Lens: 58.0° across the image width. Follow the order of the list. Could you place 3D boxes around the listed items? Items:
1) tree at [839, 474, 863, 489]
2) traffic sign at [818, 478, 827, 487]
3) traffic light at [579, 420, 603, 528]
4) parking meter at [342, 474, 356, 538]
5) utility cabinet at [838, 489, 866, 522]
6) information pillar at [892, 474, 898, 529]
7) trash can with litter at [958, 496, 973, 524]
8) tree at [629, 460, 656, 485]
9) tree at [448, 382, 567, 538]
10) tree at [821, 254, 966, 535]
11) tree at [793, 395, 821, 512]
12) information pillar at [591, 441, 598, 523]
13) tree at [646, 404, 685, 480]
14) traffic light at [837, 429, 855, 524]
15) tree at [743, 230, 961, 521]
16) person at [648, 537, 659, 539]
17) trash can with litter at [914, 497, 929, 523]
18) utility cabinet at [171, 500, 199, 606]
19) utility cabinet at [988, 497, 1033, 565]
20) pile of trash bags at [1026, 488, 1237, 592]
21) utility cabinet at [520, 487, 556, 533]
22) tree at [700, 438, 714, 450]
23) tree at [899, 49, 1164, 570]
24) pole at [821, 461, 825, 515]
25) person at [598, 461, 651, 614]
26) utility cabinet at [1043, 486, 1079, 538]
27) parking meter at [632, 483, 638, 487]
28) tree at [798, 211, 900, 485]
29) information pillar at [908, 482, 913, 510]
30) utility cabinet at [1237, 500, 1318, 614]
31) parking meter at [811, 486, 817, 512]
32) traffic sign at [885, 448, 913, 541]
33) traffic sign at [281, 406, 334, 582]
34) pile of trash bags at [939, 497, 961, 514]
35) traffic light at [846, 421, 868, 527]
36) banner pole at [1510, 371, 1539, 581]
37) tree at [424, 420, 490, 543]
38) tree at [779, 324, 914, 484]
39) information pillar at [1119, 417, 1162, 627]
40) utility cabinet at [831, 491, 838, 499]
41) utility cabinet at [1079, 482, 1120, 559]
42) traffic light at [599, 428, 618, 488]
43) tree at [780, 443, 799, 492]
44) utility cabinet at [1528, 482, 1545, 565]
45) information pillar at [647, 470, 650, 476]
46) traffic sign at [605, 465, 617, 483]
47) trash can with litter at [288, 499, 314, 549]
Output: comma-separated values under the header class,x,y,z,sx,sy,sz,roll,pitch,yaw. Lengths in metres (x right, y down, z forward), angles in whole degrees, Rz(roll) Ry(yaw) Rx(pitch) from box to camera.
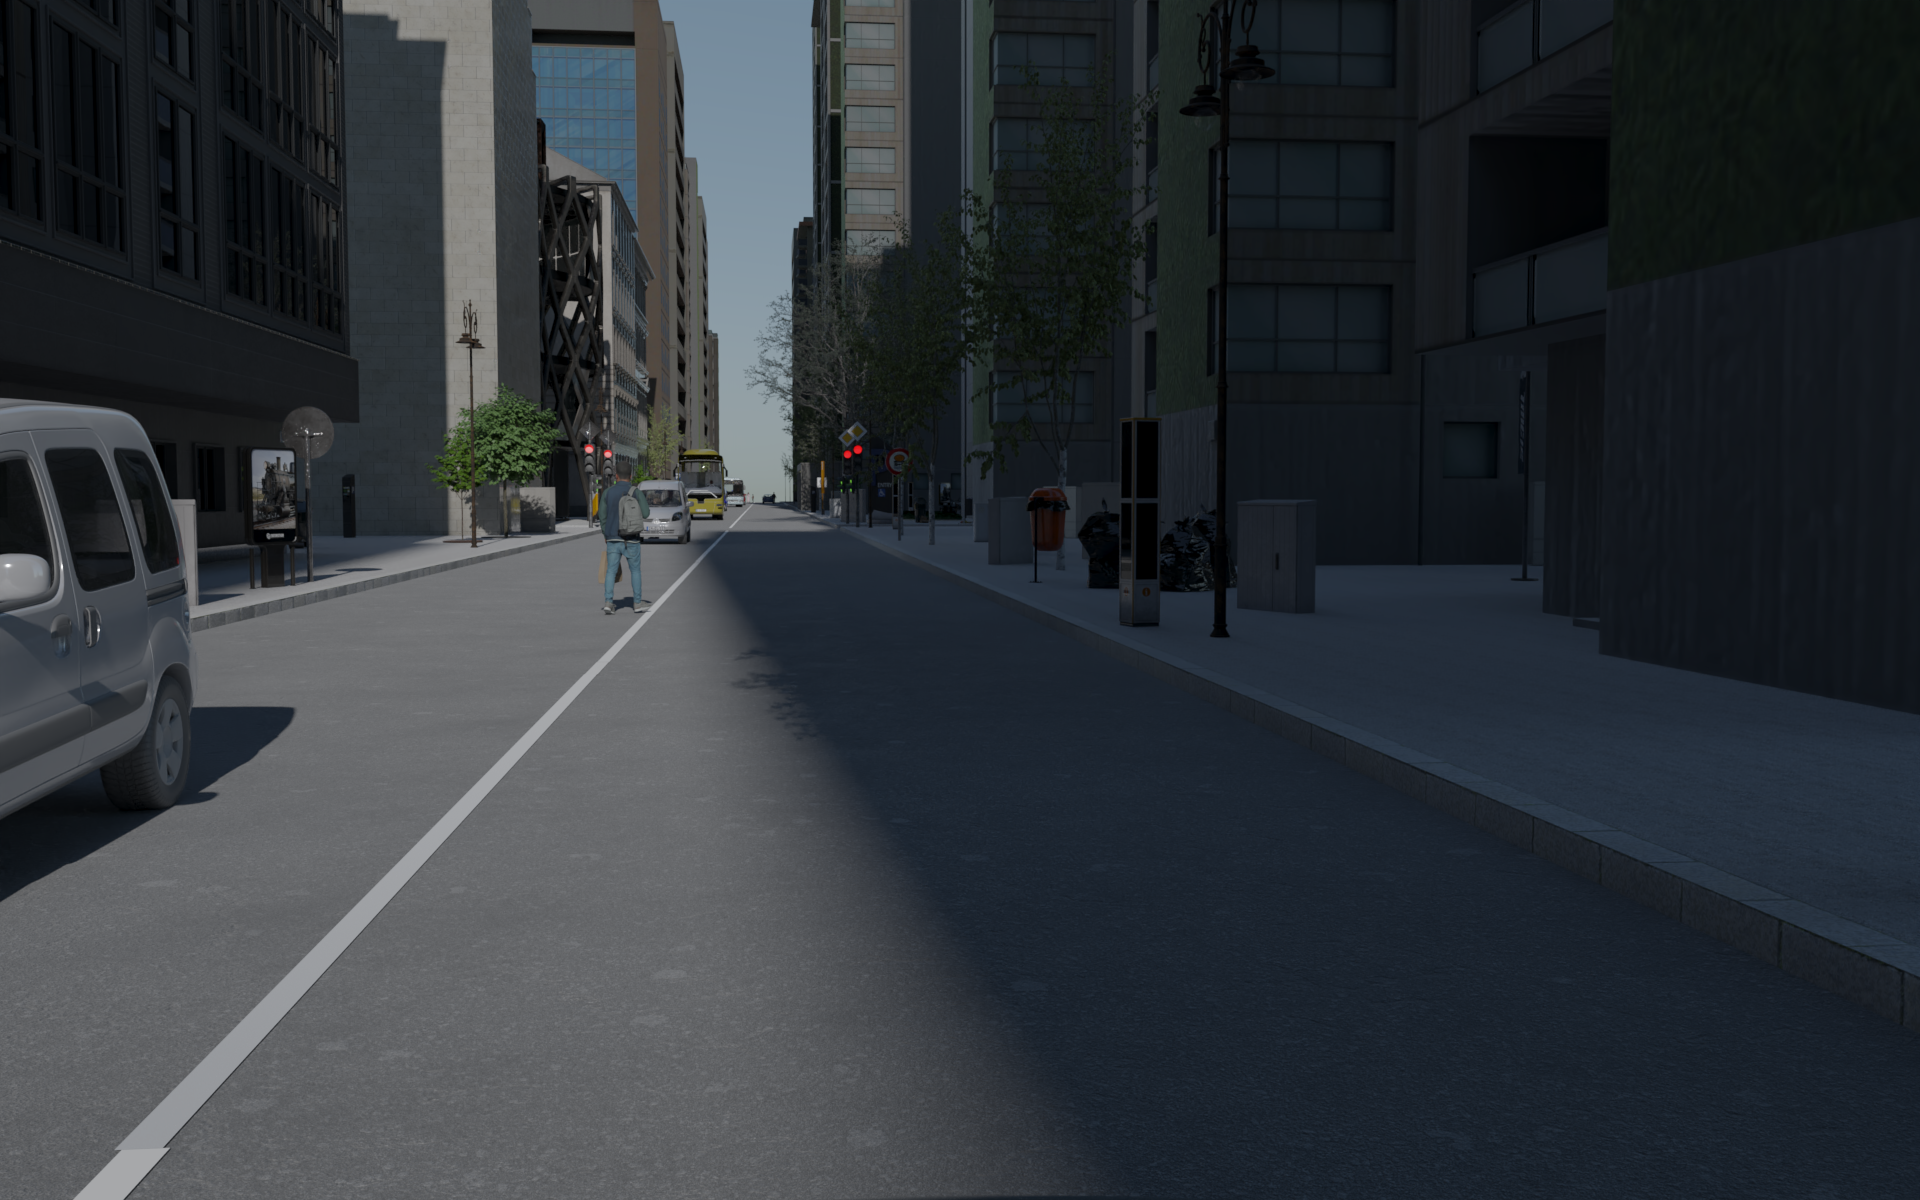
class,x,y,z,sx,sy,sz,roll,pitch,yaw
tree,-6.725,-6.780,105.456,1.663,3.219,1.824,0,3,0
traffic sign,-8.583,-6.468,107.888,0.606,2.300,0.079,0,4,-3
traffic light,-13.954,-4.681,65.452,0.839,4.253,0.868,0,4,-6
parking meter,-17.934,-2.760,50.829,0.255,1.863,0.399,0,4,2
utility cabinet,-4.809,-4.242,78.034,1.173,1.500,0.318,2,4,31
information pillar,-2.284,-3.574,62.922,0.304,2.012,0.304,0,4,8
trash can with litter,0.877,-3.952,75.676,2.233,1.210,1.678,-1,4,-12
tree,-18.136,-6.358,98.548,1.663,3.219,1.824,0,3,0
tree,-13.282,-4.108,50.878,4.285,4.588,4.351,0,3,0
tree,-1.820,-6.327,53.810,4.360,8.622,3.978,0,3,0
tree,-10.242,-10.774,126.518,4.360,8.622,3.978,0,3,0
information pillar,-16.103,-5.191,76.221,0.183,3.616,0.504,-3,4,-38
tree,-24.078,-11.508,138.519,4.737,8.622,4.395,0,3,0
traffic light,-4.865,-5.237,74.538,0.839,4.253,0.868,0,4,-6
tree,-4.977,-10.435,80.977,12.009,13.543,11.850,0,3,0
person,-9.817,-2.615,55.541,0.394,1.301,0.425,0,4,7
trash can with litter,-1.625,-4.001,76.806,0.624,1.170,1.055,-1,4,-23
utility cabinet,-9.265,-0.526,19.769,1.020,1.237,0.306,-1,4,-22
utility cabinet,0.933,-1.262,31.795,0.306,1.237,1.020,3,5,40
pile of trash bags,2.278,-0.887,24.250,3.447,1.369,1.912,3,5,43
utility cabinet,-13.891,-2.951,56.935,1.173,1.500,0.318,1,4,21
tree,-33.802,-16.761,224.401,4.737,8.622,4.395,0,3,0
tree,1.610,-4.820,29.176,4.737,8.622,4.395,0,3,0
pole,-8.489,-6.941,107.328,0.158,3.312,0.155,0,3,0
person,-4.060,-0.746,20.687,0.794,1.824,0.713,1,4,22
utility cabinet,2.983,-2.549,50.349,1.173,1.500,0.318,3,4,39
parking meter,-16.893,-5.159,90.066,0.255,1.863,0.399,-1,4,-22
tree,-0.952,-5.702,43.589,4.737,8.622,4.395,0,3,0
information pillar,-3.048,-6.268,106.980,0.304,2.012,0.304,0,4,-5
utility cabinet,3.466,-0.482,19.035,0.306,1.237,1.020,-2,4,-29
parking meter,-10.193,-7.038,120.774,0.399,1.863,0.255,0,4,-3
traffic sign,-1.664,-2.903,47.564,0.768,2.556,0.104,0,4,-5
traffic sign,-9.486,-1.535,25.208,0.768,2.556,0.104,0,3,0
pile of trash bags,0.277,-5.765,104.006,3.447,1.369,1.912,3,5,39
traffic light,-3.959,-4.751,66.605,0.839,4.253,0.868,0,4,-6
banner pole,8.405,-2.189,25.813,0.401,3.779,0.863,0,4,7
tree,-13.271,-3.122,45.651,1.663,3.219,1.824,0,3,0
tree,-6.094,-9.665,92.430,7.601,10.594,8.767,-2,4,-25
information pillar,1.747,-0.753,16.808,0.304,2.012,0.304,-1,4,-21
utility cabinet,-8.913,-7.307,128.150,1.173,1.500,0.318,-1,4,-13
utility cabinet,2.891,-1.507,33.319,0.318,1.500,1.173,-3,5,-44
traffic light,-14.860,-5.166,73.386,0.839,4.253,0.868,0,4,-6
tree,-22.114,-17.358,234.172,4.737,8.622,4.395,0,3,0
utility cabinet,10.807,-1.365,31.001,1.173,1.500,0.318,0,4,2
information pillar,-26.093,-9.383,144.774,0.504,3.616,0.183,3,5,42
traffic sign,-15.380,-4.701,76.959,0.768,2.556,0.104,0,4,-1
trash can with litter,-15.672,-1.818,41.117,0.624,1.170,1.055,-1,4,-20
